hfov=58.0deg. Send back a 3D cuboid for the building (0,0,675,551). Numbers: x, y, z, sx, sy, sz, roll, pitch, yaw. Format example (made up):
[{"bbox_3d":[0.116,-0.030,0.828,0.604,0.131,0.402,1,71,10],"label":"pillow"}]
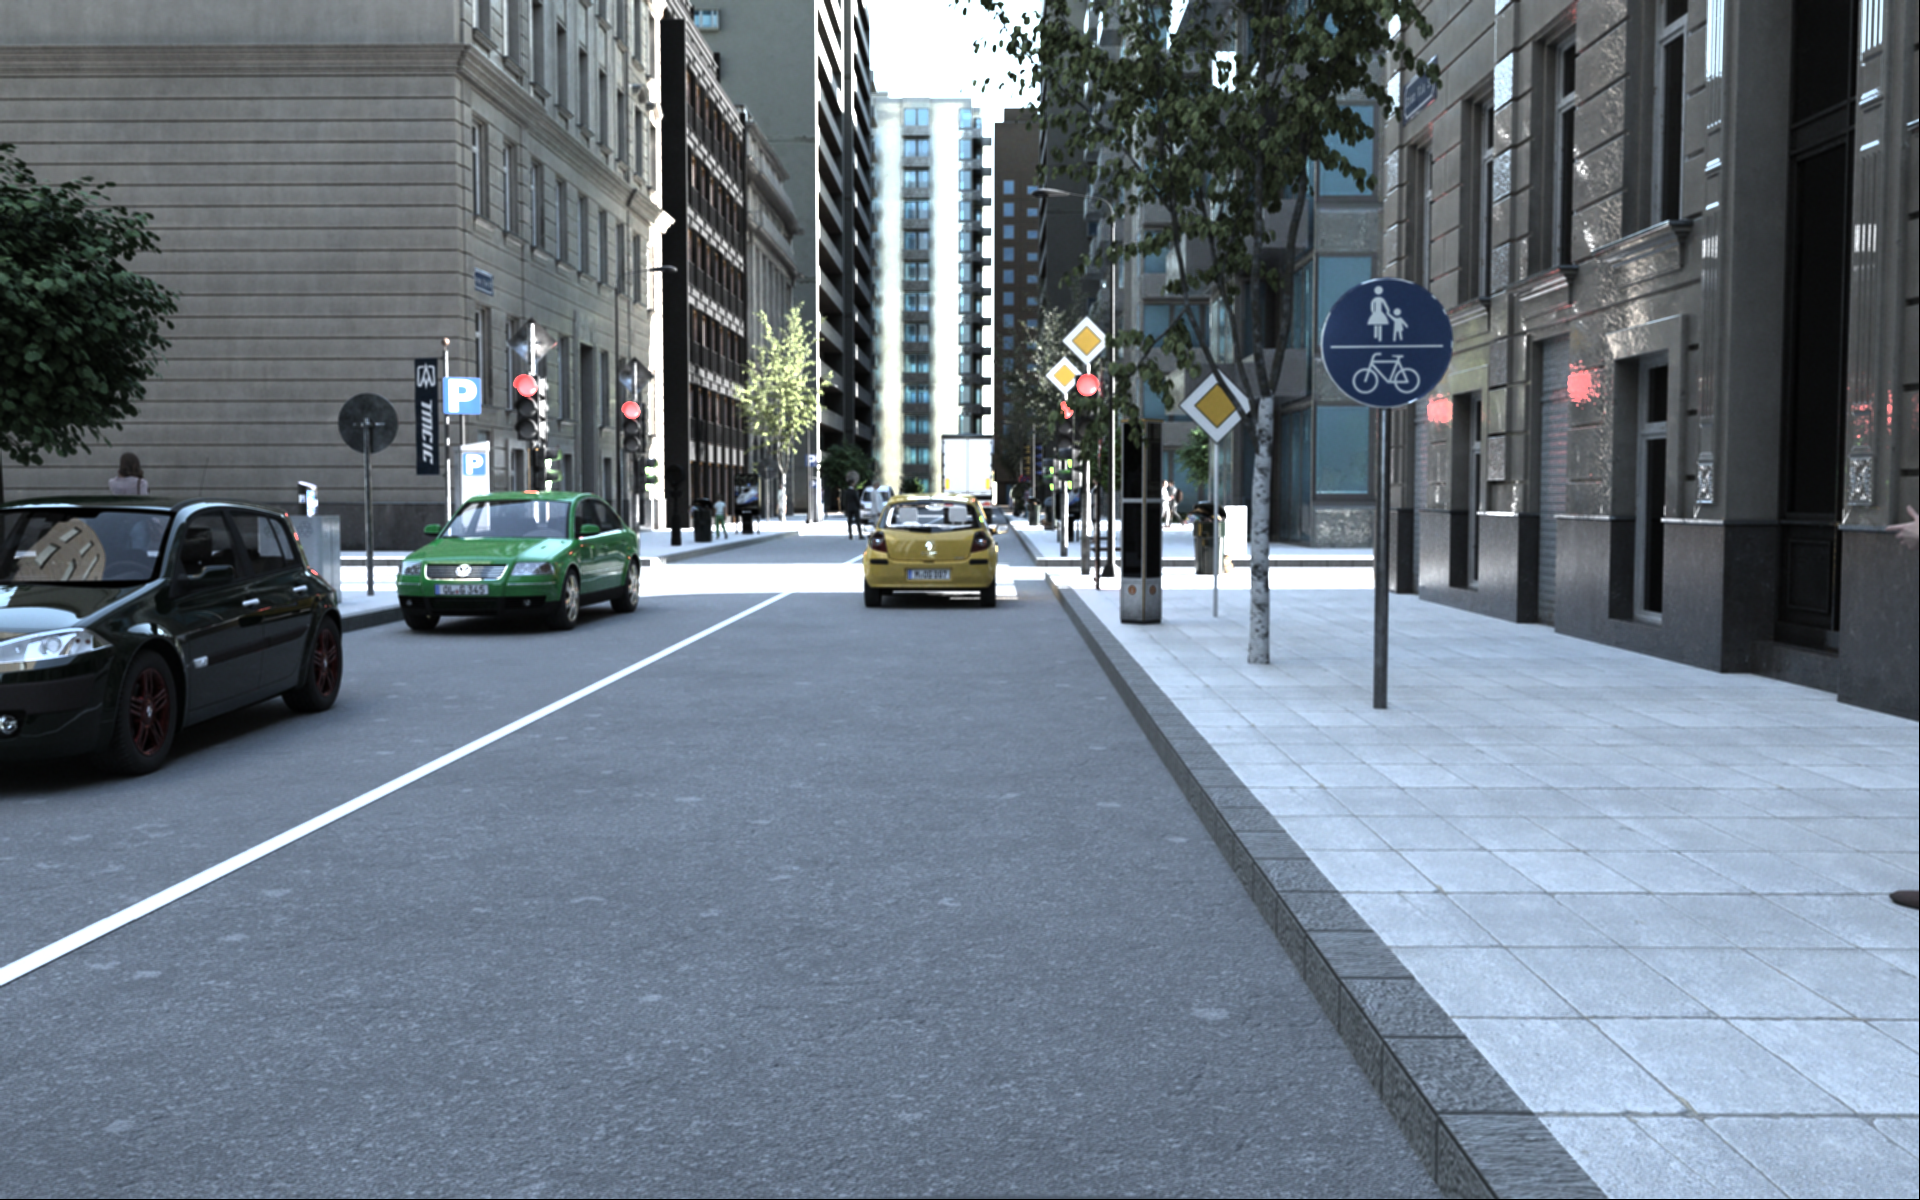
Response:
[{"bbox_3d":[-16.545,-15.472,50.226,12.463,27.353,25.104,0,4,1],"label":"building"}]

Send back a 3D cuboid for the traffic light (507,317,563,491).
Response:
[{"bbox_3d":[-6.783,-2.363,27.555,0.839,4.253,0.868,0,4,1],"label":"traffic light"}]

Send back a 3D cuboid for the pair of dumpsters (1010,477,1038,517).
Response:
[{"bbox_3d":[3.720,-5.949,99.753,1.574,2.255,4.437,0,4,1],"label":"pair of dumpsters"}]

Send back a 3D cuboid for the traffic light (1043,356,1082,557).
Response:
[{"bbox_3d":[2.113,-2.843,35.406,0.839,4.253,0.868,0,4,1],"label":"traffic light"}]

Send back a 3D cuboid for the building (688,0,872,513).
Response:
[{"bbox_3d":[-18.721,-31.805,143.709,21.300,48.544,21.600,0,4,1],"label":"building"}]

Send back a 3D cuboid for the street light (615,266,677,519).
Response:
[{"bbox_3d":[-6.462,-3.846,35.426,1.470,5.913,1.316,0,4,1],"label":"street light"}]

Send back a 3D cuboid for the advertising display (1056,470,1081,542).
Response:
[{"bbox_3d":[2.904,-2.521,46.427,0.123,1.923,0.974,3,5,41],"label":"advertising display"}]

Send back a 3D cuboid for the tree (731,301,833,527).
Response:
[{"bbox_3d":[-6.869,-7.120,66.778,4.737,8.622,4.395,0,3,0],"label":"tree"}]

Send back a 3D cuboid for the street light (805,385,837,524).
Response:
[{"bbox_3d":[-5.915,-6.186,73.675,1.470,5.913,1.316,0,4,1],"label":"street light"}]

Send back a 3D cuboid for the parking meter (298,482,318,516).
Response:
[{"bbox_3d":[-13.153,-1.624,34.960,0.372,1.533,0.369,0,3,0],"label":"parking meter"}]

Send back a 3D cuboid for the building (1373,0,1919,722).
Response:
[{"bbox_3d":[11.066,-13.049,10.612,12.463,27.353,25.104,0,4,1],"label":"building"}]

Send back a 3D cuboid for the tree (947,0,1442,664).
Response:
[{"bbox_3d":[2.159,-3.837,13.091,4.737,8.622,4.395,0,3,0],"label":"tree"}]

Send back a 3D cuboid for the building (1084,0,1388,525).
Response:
[{"bbox_3d":[18.325,-29.040,94.414,23.786,49.044,30.456,0,4,1],"label":"building"}]

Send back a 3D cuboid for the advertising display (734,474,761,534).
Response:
[{"bbox_3d":[-6.828,-3.084,55.637,0.974,1.923,0.123,2,4,28],"label":"advertising display"}]

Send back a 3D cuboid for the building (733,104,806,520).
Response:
[{"bbox_3d":[-16.018,-15.286,91.730,13.314,21.916,24.055,0,4,1],"label":"building"}]

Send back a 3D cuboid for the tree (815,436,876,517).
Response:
[{"bbox_3d":[-6.516,-6.998,98.134,4.285,4.588,4.351,0,3,0],"label":"tree"}]

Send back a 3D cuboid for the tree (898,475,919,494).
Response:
[{"bbox_3d":[-5.462,-11.095,175.999,1.663,3.219,1.824,0,3,0],"label":"tree"}]

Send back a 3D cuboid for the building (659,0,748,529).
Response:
[{"bbox_3d":[-16.034,-14.789,71.480,12.332,23.373,15.834,0,4,1],"label":"building"}]

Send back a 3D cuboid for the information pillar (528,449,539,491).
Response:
[{"bbox_3d":[-6.864,-1.453,28.243,0.304,2.012,0.304,-1,4,-12],"label":"information pillar"}]

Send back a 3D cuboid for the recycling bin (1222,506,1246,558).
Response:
[{"bbox_3d":[5.336,-1.389,35.267,0.722,1.027,0.722,-3,5,-42],"label":"recycling bin"}]

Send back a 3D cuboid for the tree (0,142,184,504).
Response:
[{"bbox_3d":[-8.756,-1.943,15.486,4.285,4.588,4.351,0,3,0],"label":"tree"}]

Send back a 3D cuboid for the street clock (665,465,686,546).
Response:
[{"bbox_3d":[-7.072,-2.357,43.102,0.471,2.002,0.358,1,4,20],"label":"street clock"}]

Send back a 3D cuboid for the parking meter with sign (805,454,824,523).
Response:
[{"bbox_3d":[-6.404,-4.913,76.591,0.543,3.016,1.738,0,4,6],"label":"parking meter with sign"}]

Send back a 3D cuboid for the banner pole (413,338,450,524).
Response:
[{"bbox_3d":[-8.468,-2.321,27.965,0.863,3.779,0.401,2,4,24],"label":"banner pole"}]

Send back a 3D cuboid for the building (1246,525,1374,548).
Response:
[{"bbox_3d":[21.215,-26.250,48.799,30.456,49.044,23.786,0,4,1],"label":"building"}]

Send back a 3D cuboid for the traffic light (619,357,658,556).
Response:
[{"bbox_3d":[-6.647,-2.851,35.539,0.839,4.253,0.868,0,4,1],"label":"traffic light"}]

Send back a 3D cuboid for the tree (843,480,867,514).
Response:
[{"bbox_3d":[-7.030,-7.108,110.818,1.663,3.219,1.824,0,3,0],"label":"tree"}]

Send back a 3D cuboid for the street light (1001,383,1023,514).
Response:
[{"bbox_3d":[2.533,-6.121,72.612,1.470,5.913,1.316,0,4,1],"label":"street light"}]

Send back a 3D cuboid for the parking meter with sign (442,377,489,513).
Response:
[{"bbox_3d":[-7.142,-1.772,25.237,0.543,3.016,1.738,-1,4,-23],"label":"parking meter with sign"}]

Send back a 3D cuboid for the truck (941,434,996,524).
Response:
[{"bbox_3d":[0.430,-5.970,86.528,2.839,4.237,11.283,0,4,1],"label":"truck"}]

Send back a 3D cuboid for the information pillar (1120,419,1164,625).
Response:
[{"bbox_3d":[1.796,-0.773,17.139,0.304,2.012,0.304,3,5,43],"label":"information pillar"}]

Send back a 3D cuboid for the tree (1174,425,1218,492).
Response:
[{"bbox_3d":[10.451,-5.341,71.047,4.285,4.588,4.351,0,3,0],"label":"tree"}]

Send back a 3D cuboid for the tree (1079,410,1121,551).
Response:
[{"bbox_3d":[3.573,-2.734,39.304,1.663,3.219,1.824,0,3,0],"label":"tree"}]

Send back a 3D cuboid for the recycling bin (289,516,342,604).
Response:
[{"bbox_3d":[-7.646,-0.460,20.076,0.722,1.027,0.722,0,4,-1],"label":"recycling bin"}]

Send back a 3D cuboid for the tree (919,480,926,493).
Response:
[{"bbox_3d":[-4.841,-11.240,178.379,1.663,3.219,1.824,0,3,0],"label":"tree"}]

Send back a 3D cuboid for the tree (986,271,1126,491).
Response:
[{"bbox_3d":[3.139,-6.451,55.836,4.360,8.622,3.978,0,3,0],"label":"tree"}]

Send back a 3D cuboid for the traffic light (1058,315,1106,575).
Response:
[{"bbox_3d":[1.977,-2.355,27.422,0.839,4.253,0.868,0,4,1],"label":"traffic light"}]

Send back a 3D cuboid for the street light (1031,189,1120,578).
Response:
[{"bbox_3d":[1.780,-3.301,26.519,1.470,5.913,1.316,0,4,1],"label":"street light"}]
